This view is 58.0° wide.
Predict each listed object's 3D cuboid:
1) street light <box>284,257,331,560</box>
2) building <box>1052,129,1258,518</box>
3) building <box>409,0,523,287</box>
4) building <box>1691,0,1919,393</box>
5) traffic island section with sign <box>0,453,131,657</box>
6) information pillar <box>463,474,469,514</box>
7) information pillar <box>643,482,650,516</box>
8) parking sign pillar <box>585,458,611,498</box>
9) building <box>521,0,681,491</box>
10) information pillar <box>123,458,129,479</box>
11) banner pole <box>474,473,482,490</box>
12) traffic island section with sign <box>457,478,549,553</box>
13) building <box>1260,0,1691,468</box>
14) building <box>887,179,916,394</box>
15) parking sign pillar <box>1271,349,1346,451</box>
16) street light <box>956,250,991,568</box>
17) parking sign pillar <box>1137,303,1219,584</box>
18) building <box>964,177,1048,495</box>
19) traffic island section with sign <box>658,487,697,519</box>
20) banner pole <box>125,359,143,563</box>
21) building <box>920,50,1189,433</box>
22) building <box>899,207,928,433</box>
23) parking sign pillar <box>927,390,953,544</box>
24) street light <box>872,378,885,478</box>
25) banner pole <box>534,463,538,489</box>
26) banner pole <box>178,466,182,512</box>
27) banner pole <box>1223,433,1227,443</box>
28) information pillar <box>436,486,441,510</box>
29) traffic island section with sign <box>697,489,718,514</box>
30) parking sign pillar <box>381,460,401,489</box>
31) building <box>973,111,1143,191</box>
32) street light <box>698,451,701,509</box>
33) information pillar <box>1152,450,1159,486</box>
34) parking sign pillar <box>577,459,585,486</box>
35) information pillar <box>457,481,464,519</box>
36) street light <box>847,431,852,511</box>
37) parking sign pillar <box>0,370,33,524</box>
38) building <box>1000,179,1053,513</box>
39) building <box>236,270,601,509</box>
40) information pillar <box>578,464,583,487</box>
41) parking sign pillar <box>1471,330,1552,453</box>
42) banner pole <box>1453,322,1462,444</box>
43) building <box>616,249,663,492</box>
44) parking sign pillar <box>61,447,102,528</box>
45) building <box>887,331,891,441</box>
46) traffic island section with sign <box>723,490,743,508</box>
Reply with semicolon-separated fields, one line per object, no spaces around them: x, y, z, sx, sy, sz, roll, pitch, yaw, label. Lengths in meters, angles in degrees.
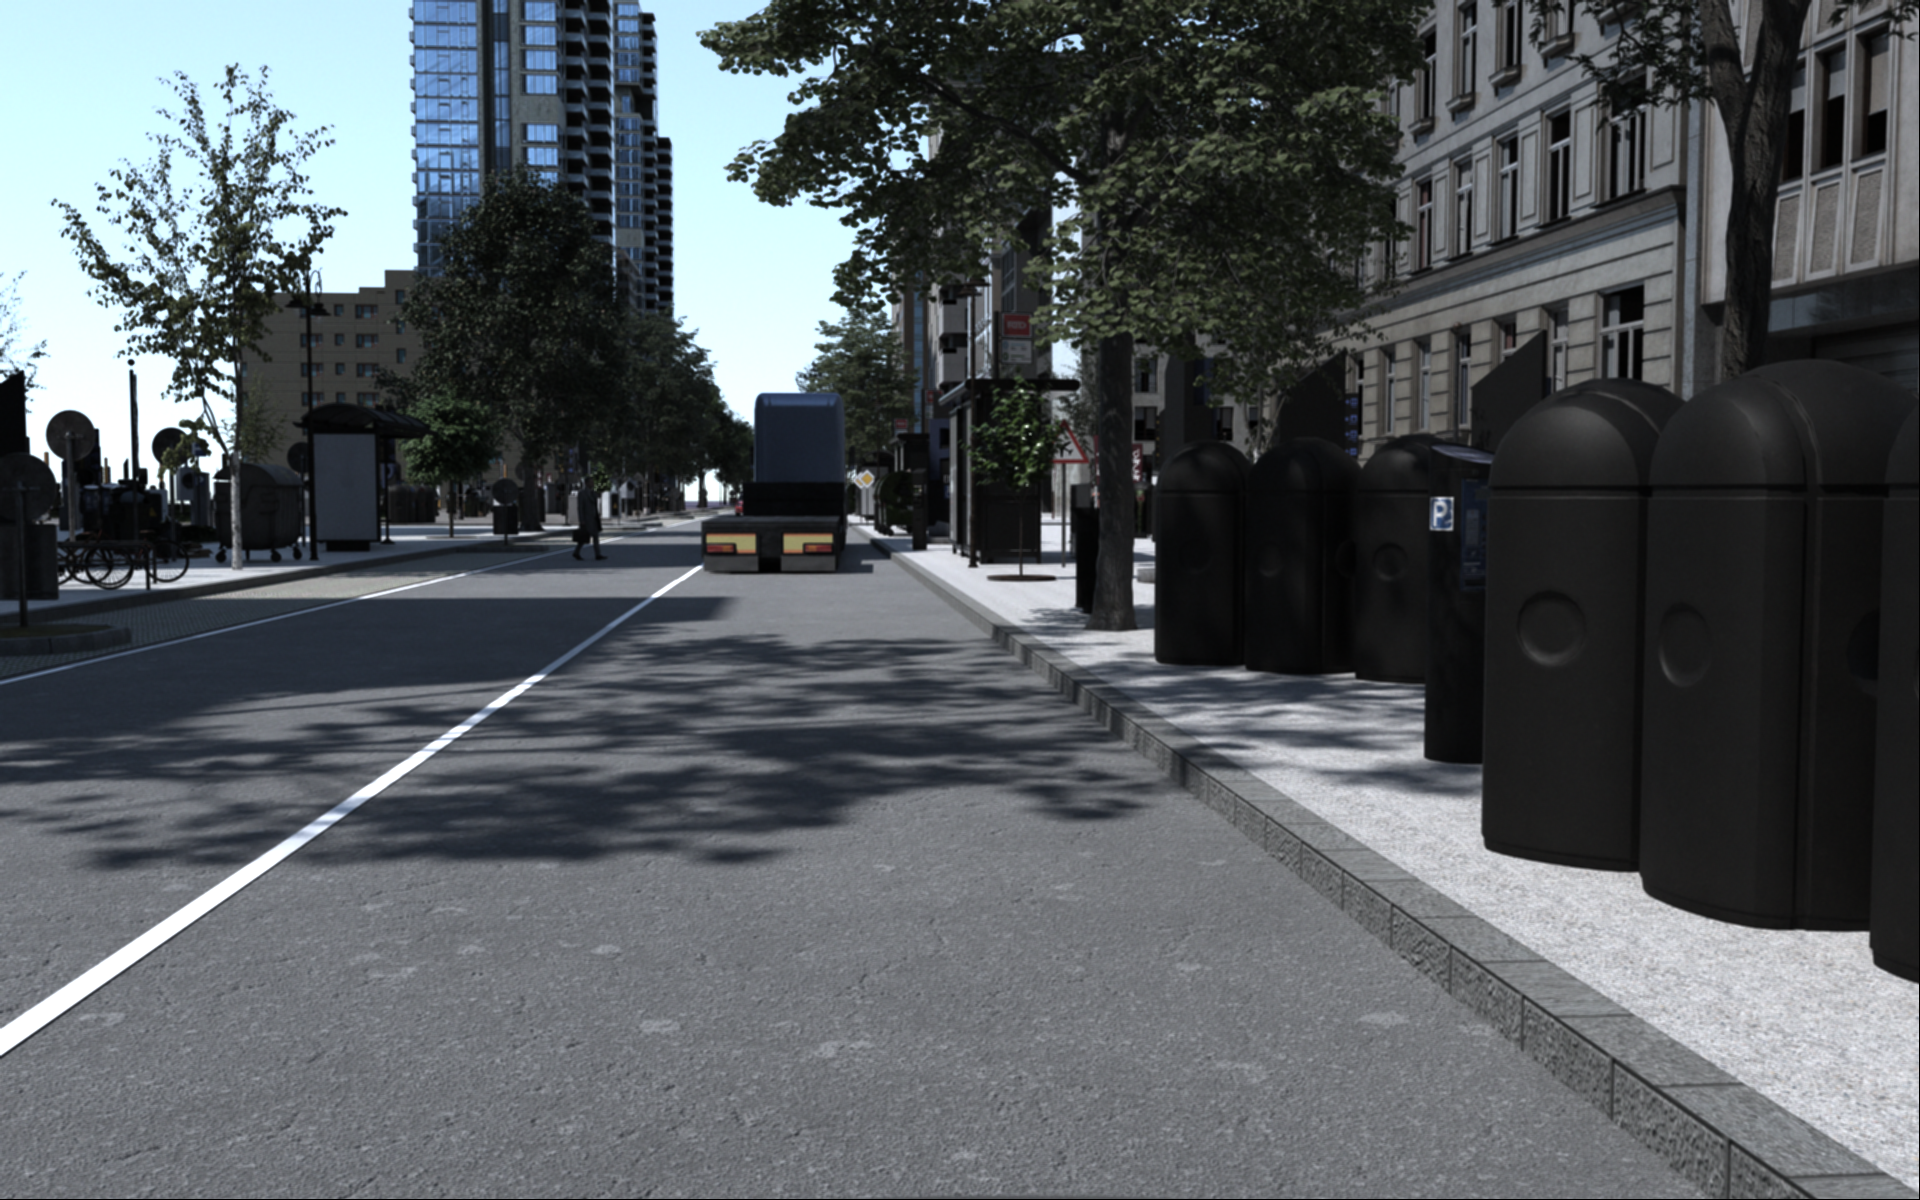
-12.552;-3.712;33.480;0.468;5.910;1.993;0;4;-5;street light
14.120;-14.666;94.539;16.860;20.320;10.420;0;4;-5;building
-48.866;-53.770;191.814;22.319;86.520;31.000;0;4;-5;building
19.263;-12.344;19.848;12.078;24.808;19.932;0;4;-5;building
-8.900;-0.452;16.025;1.989;1.847;2.006;0;4;-5;traffic island section with sign
-27.767;-6.468;97.100;0.504;3.616;0.183;-2;4;-33;information pillar
-18.572;-6.007;102.705;0.304;2.012;0.304;3;5;43;information pillar
-25.856;-8.345;124.910;1.447;3.967;1.447;0;4;8;parking sign pillar
-56.836;-59.306;282.316;22.319;86.520;31.000;0;4;-5;building
-53.763;-7.363;111.735;0.183;3.616;0.504;0;4;4;information pillar
-35.644;-8.431;127.860;0.863;3.779;0.401;-3;4;-37;banner pole
-11.269;-2.095;42.876;1.989;1.847;2.006;0;4;-5;traffic island section with sign
18.635;-12.950;45.014;16.112;22.955;30.059;0;4;-5;building
2.749;-42.515;284.362;28.713;52.752;27.495;0;4;-5;building
6.458;-2.672;32.163;1.447;3.967;1.447;-1;4;-12;parking sign pillar
0.229;-3.506;30.114;0.468;5.910;1.993;0;4;-5;street light
3.306;-2.244;25.158;1.447;3.967;1.447;0;4;-5;parking sign pillar
7.719;-21.892;143.838;13.634;28.700;20.117;0;4;-5;building
-16.279;-5.546;99.307;1.989;1.847;2.006;0;4;-5;traffic island section with sign
-15.212;-2.566;31.967;0.401;3.779;0.863;-2;4;-33;banner pole
10.514;-37.636;204.590;28.713;52.752;27.495;0;4;-5;building
-2.038;-37.503;263.277;14.600;45.320;14.200;0;4;-5;building
-0.167;-3.439;44.694;1.447;3.967;1.447;2;4;29;parking sign pillar
-3.266;-5.895;69.177;0.468;5.910;1.993;0;4;-5;street light
-19.738;-5.518;80.236;0.863;3.779;0.401;2;4;33;banner pole
-40.505;-6.109;89.900;0.401;3.779;0.863;-2;4;-35;banner pole
10.761;-4.921;70.473;0.401;3.779;0.863;1;4;10;banner pole
-42.085;-9.075;139.725;0.183;3.616;0.504;-3;5;-44;information pillar
-18.658;-7.188;126.158;1.989;1.847;2.006;0;4;-5;traffic island section with sign
-35.504;-7.318;108.118;1.447;3.967;1.447;2;4;31;parking sign pillar
14.402;-29.819;179.426;32.217;40.220;23.993;0;4;-5;building
-23.022;-11.026;153.067;0.468;5.910;1.993;0;4;-5;street light
9.158;-5.459;80.606;0.504;3.616;0.183;3;5;41;information pillar
-29.501;-8.991;135.474;1.447;3.967;1.447;1;4;9;parking sign pillar
-25.467;-5.125;88.290;0.304;2.012;0.304;-1;4;-19;information pillar
-7.162;-8.554;112.641;0.468;5.910;1.993;0;4;-5;street light
-20.961;-3.007;37.632;1.447;3.967;1.447;-1;4;-15;parking sign pillar
11.305;-18.347;119.042;14.314;24.678;30.058;0;4;-5;building
-49.385;-19.486;163.640;27.650;21.520;28.899;0;4;-5;building
-29.194;-8.685;133.346;0.504;3.616;0.183;2;4;30;information pillar
9.253;-2.483;29.067;1.447;3.967;1.447;-3;5;-43;parking sign pillar
7.174;-2.146;25.105;0.401;3.779;0.863;1;4;18;banner pole
-60.467;-34.432;254.843;32.217;40.220;23.993;0;4;-5;building
-33.564;-4.754;66.193;1.447;3.967;1.447;-1;4;-13;parking sign pillar
-6.010;-32.641;305.376;14.160;30.474;14.107;0;4;-5;building
-23.100;-10.260;176.378;1.989;1.847;2.006;0;4;-5;traffic island section with sign
